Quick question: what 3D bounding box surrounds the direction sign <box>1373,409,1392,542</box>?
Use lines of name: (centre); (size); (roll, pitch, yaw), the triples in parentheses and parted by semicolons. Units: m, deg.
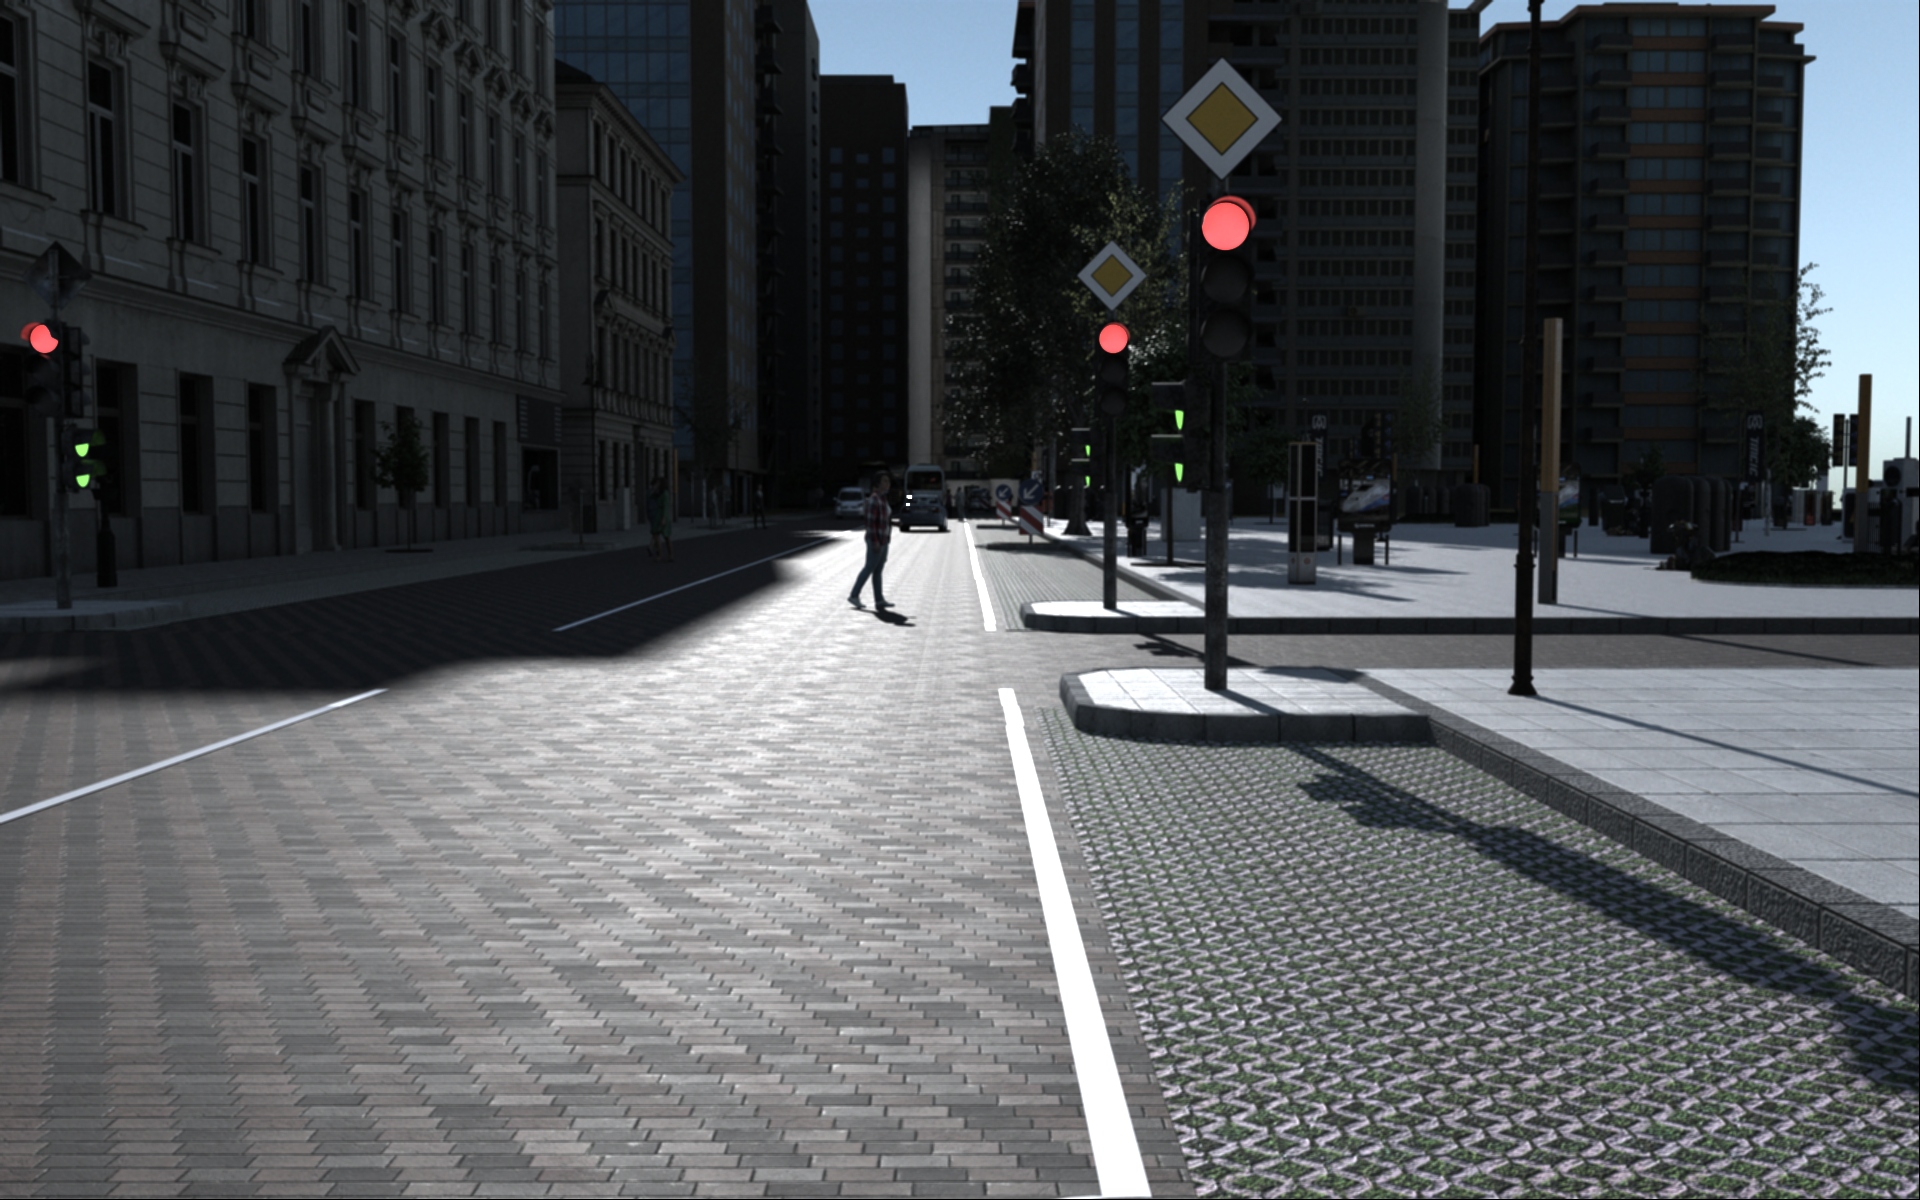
direction sign: (11.274, -3.320, 46.286); (0.379, 3.537, 0.876); (3, 5, 44)

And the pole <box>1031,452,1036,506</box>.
pole: (3.545, -5.477, 83.385); (0.158, 3.312, 0.155); (0, 3, 0)

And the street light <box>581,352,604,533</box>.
street light: (-11.991, -5.131, 56.676); (0.468, 5.910, 1.993); (0, 3, 0)

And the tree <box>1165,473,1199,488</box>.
tree: (9.670, -4.860, 74.056); (1.663, 3.219, 1.824); (0, 3, 0)

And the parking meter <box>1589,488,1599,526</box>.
parking meter: (25.558, -3.756, 69.827); (0.372, 1.533, 0.369); (0, 3, 0)

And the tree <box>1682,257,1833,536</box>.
tree: (24.618, -6.275, 52.963); (4.737, 8.622, 4.395); (0, 3, 0)

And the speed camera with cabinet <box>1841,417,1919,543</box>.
speed camera with cabinet: (23.921, -3.100, 45.023); (0.660, 3.252, 2.038); (-1, 4, -15)

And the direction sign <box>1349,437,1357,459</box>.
direction sign: (15.621, -4.703, 68.895); (0.379, 3.537, 0.876); (2, 4, 33)

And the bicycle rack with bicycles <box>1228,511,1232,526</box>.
bicycle rack with bicycles: (9.723, -3.441, 69.650); (2.852, 0.926, 2.925); (1, 4, 21)

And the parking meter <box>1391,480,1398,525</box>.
parking meter: (18.129, -4.090, 72.587); (0.399, 1.863, 0.255); (-3, 4, -36)

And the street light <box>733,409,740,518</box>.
street light: (-12.082, -7.405, 93.865); (0.468, 5.910, 1.993); (0, 3, 0)

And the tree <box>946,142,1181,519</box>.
tree: (5.620, -14.414, 91.550); (12.611, 20.169, 13.585); (0, 3, 0)

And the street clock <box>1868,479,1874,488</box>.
street clock: (44.339, -4.893, 84.577); (0.471, 2.002, 0.358); (3, 5, 44)

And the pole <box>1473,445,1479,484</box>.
pole: (21.282, -4.750, 71.513); (0.158, 3.312, 0.155); (0, 3, 0)

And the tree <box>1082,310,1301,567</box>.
tree: (3.867, -2.894, 31.039); (4.285, 4.588, 4.351); (0, 3, 0)

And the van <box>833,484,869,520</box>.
van: (-6.184, -5.607, 98.687); (2.013, 2.044, 4.112); (0, 4, -1)

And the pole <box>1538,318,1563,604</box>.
pole: (6.880, -1.611, 20.183); (0.158, 3.312, 0.155); (0, 3, 0)

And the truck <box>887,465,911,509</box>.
truck: (-6.076, -10.868, 166.604); (2.839, 4.237, 11.283); (0, 4, 2)

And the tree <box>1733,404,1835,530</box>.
tree: (29.654, -4.787, 61.974); (4.285, 4.588, 4.351); (0, 3, 0)

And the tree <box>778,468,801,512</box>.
tree: (-12.281, -7.973, 124.962); (1.663, 3.219, 1.824); (0, 3, 0)

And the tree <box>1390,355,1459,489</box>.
tree: (24.303, -8.665, 92.041); (4.737, 8.622, 4.395); (0, 3, 0)

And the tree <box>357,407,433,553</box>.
tree: (-12.224, -2.683, 38.476); (1.663, 3.219, 1.824); (0, 3, 0)

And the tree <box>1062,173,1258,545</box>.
tree: (4.513, -5.507, 40.407); (4.360, 8.622, 3.978); (0, 3, 0)

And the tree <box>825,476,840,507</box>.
tree: (-12.932, -10.821, 171.530); (1.663, 3.219, 1.824); (0, 3, 0)

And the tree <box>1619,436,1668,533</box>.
tree: (22.844, -3.816, 56.996); (1.663, 3.219, 1.824); (0, 3, 0)

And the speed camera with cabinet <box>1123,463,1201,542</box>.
speed camera with cabinet: (5.458, -3.209, 46.796); (2.038, 3.252, 0.660); (-1, 4, -9)

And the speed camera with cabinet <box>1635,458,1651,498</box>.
speed camera with cabinet: (37.589, -6.080, 93.748); (0.660, 3.252, 2.038); (-2, 4, -33)

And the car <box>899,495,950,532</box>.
car: (-1.418, -3.400, 67.597); (2.014, 1.417, 4.499); (0, 4, 1)

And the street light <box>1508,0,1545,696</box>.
street light: (3.608, -2.333, 10.933); (0.468, 5.910, 1.993); (0, 3, 0)

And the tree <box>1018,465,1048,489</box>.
tree: (4.266, -6.501, 100.894); (1.663, 3.219, 1.824); (0, 3, 0)

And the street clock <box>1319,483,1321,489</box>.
street clock: (17.886, -5.039, 86.963); (0.471, 2.002, 0.358); (1, 4, 19)

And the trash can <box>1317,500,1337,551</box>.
trash can: (8.123, -1.678, 39.085); (0.748, 1.137, 0.748); (0, 3, 0)

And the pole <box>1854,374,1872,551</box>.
pole: (15.415, -2.186, 29.581); (0.158, 3.312, 0.155); (0, 3, 0)

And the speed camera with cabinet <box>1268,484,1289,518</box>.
speed camera with cabinet: (17.771, -6.107, 94.185); (2.038, 3.252, 0.660); (-1, 4, -19)

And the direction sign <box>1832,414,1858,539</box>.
direction sign: (25.104, -3.493, 49.103); (0.876, 3.537, 0.379); (-1, 4, -13)

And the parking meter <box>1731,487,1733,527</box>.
parking meter: (24.829, -2.920, 56.156); (0.372, 1.533, 0.369); (0, 3, 0)

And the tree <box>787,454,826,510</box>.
tree: (-12.501, -9.641, 141.351); (4.285, 4.588, 4.351); (0, 3, 0)

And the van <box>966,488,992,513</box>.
van: (1.414, -7.500, 129.637); (2.013, 2.044, 4.112); (0, 4, -1)

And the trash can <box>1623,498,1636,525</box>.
trash can: (23.693, -3.065, 61.764); (0.748, 1.137, 0.748); (0, 3, 0)

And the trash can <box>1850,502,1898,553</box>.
trash can: (16.132, -1.159, 30.610); (0.748, 1.137, 0.748); (0, 3, 0)

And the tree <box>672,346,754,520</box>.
tree: (-12.648, -8.360, 87.049); (4.360, 8.622, 3.978); (0, 3, 0)

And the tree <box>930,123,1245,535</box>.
tree: (3.766, -8.377, 53.964); (9.611, 12.733, 9.660); (0, 3, 0)

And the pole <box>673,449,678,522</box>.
pole: (-12.867, -5.165, 78.294); (0.158, 3.312, 0.155); (0, 3, 0)

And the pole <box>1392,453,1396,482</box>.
pole: (21.479, -5.618, 85.692); (0.158, 3.312, 0.155); (0, 3, 0)

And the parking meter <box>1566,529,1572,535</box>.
parking meter: (18.896, -2.953, 53.991); (0.399, 1.863, 0.255); (-2, 4, -29)

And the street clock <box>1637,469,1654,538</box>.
street clock: (19.889, -2.798, 50.310); (0.358, 2.002, 0.471); (-1, 4, -19)
